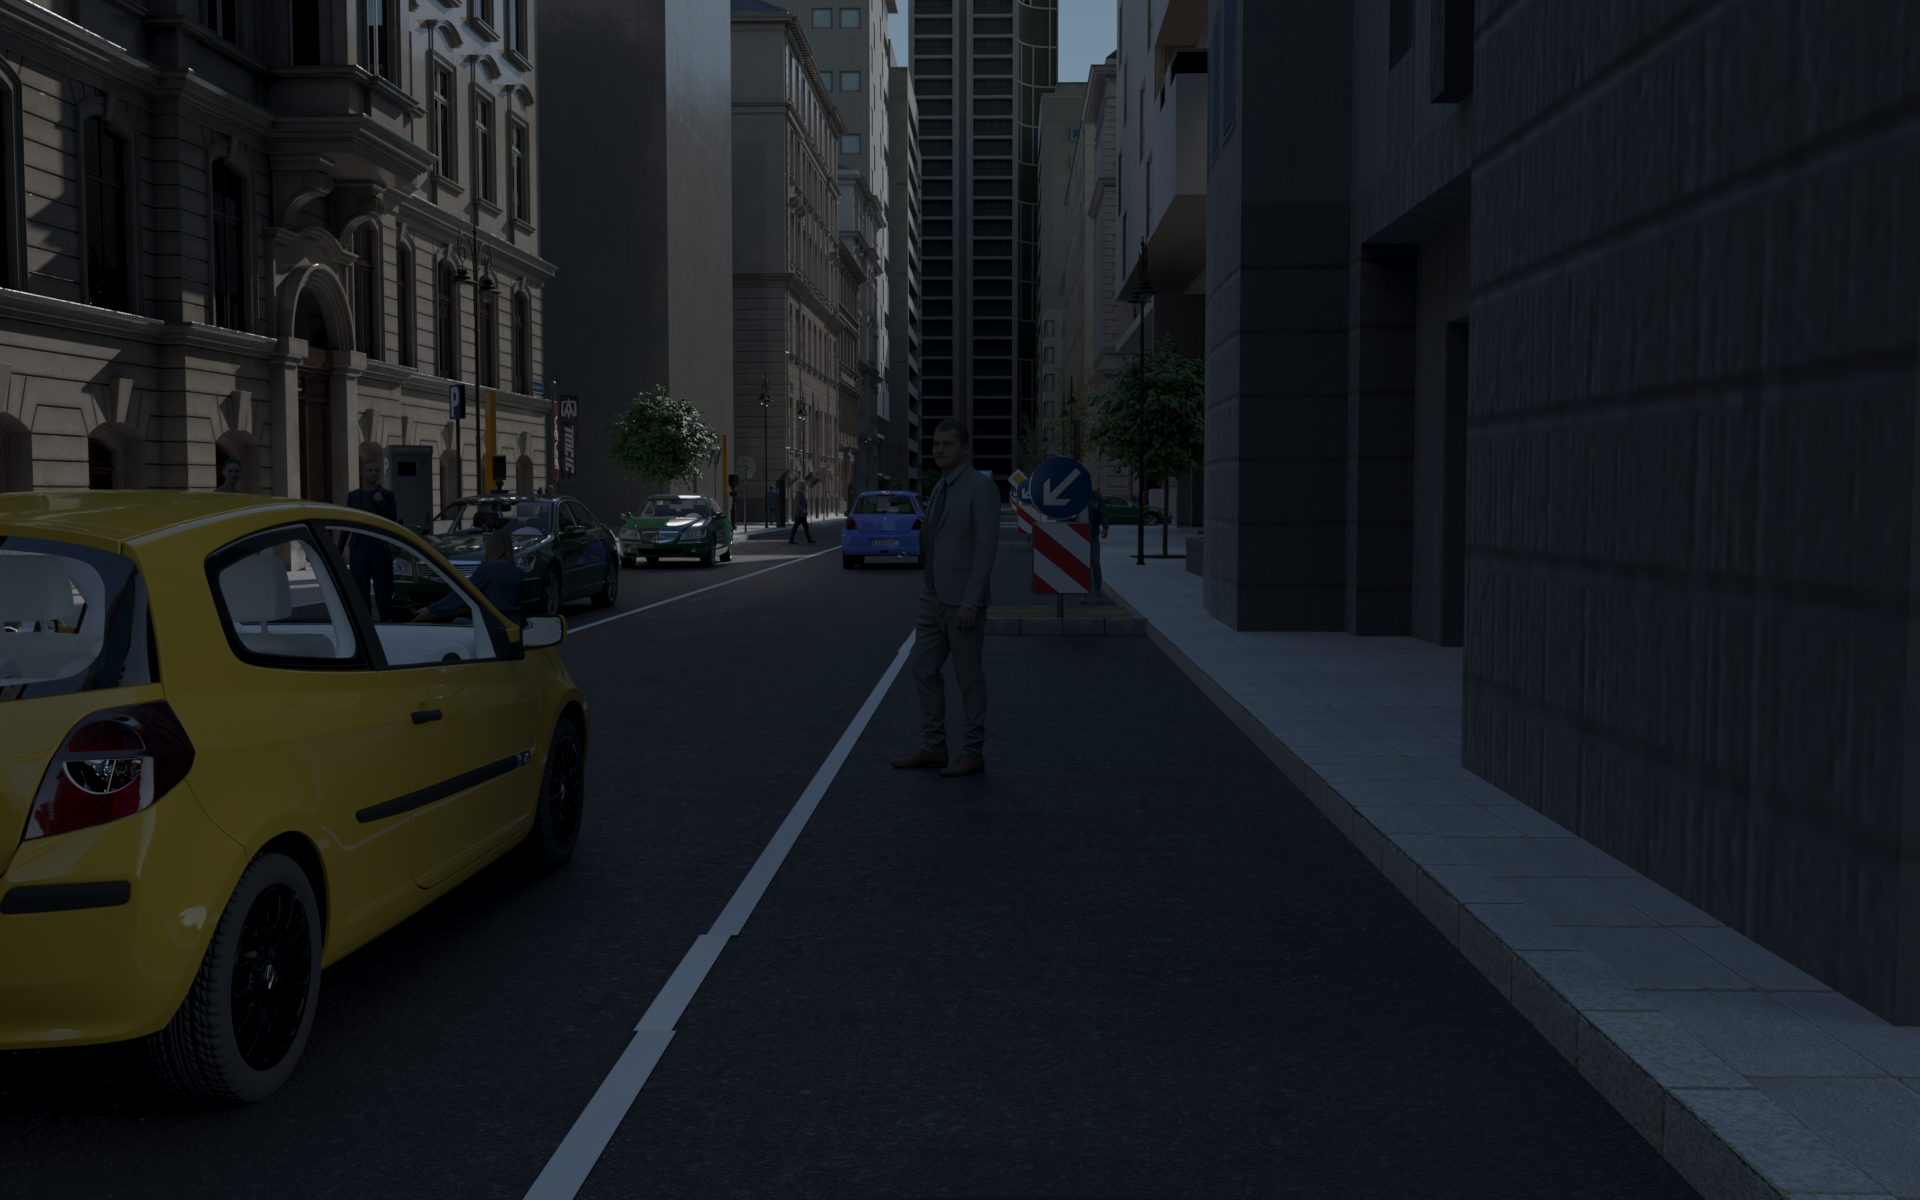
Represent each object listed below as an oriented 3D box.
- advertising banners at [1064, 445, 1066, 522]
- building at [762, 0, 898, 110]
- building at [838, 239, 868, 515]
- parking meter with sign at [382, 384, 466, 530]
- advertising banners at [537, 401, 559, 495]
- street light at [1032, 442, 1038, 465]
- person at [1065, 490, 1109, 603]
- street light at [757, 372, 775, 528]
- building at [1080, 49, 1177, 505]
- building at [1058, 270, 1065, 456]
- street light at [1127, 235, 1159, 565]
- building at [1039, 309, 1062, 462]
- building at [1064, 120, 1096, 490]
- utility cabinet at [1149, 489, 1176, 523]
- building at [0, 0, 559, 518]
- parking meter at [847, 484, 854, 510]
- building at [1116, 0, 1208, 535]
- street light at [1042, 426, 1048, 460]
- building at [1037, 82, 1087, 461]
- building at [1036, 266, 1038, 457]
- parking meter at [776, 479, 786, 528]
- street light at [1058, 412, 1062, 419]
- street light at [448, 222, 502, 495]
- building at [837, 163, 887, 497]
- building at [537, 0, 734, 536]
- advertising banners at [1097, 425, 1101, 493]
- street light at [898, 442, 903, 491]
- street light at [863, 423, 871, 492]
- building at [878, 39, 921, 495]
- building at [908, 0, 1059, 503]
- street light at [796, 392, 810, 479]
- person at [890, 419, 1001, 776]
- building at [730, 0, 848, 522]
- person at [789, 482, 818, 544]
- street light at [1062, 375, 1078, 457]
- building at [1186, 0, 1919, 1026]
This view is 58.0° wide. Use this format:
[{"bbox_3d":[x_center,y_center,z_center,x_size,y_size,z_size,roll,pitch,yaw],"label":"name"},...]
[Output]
[{"bbox_3d":[3.723,-3.999,61.567,0.090,3.025,2.074,0,4,3],"label":"advertising banners"},{"bbox_3d":[-20.904,-35.215,165.003,28.713,52.752,27.495,0,4,2],"label":"building"},{"bbox_3d":[-11.974,-15.127,111.952,10.561,19.102,19.286,0,4,2],"label":"building"},{"bbox_3d":[-8.687,-1.892,27.194,1.738,3.016,0.543,-2,4,-34],"label":"parking meter with sign"},{"bbox_3d":[-7.646,-2.206,32.261,0.090,3.025,2.074,0,4,-3],"label":"advertising banners"},{"bbox_3d":[6.537,-10.889,150.820,0.468,5.910,1.993,0,4,2],"label":"street light"},{"bbox_3d":[1.646,-0.859,22.895,0.623,1.781,0.721,0,4,-1],"label":"person"},{"bbox_3d":[-7.338,-5.674,65.551,0.468,5.910,1.993,0,4,2],"label":"street light"},{"bbox_3d":[15.851,-15.460,81.650,19.941,23.489,11.050,0,4,2],"label":"building"},{"bbox_3d":[13.156,-17.876,141.419,9.793,20.994,18.267,0,4,2],"label":"building"},{"bbox_3d":[3.276,-3.574,31.225,0.468,5.910,1.993,0,4,2],"label":"street light"},{"bbox_3d":[22.114,-20.251,176.144,27.650,21.520,28.899,0,4,2],"label":"building"},{"bbox_3d":[17.132,-18.988,114.975,19.350,26.468,34.151,0,4,2],"label":"building"},{"bbox_3d":[8.918,-4.139,76.352,1.173,1.500,0.318,-1,4,-19],"label":"utility cabinet"},{"bbox_3d":[-16.802,-12.881,29.696,14.460,24.649,34.723,0,4,2],"label":"building"},{"bbox_3d":[-6.533,-5.986,103.581,0.255,1.863,0.399,2,4,30],"label":"parking meter"},{"bbox_3d":[18.979,-28.296,51.886,28.713,52.752,27.495,0,4,2],"label":"building"},{"bbox_3d":[5.628,-8.684,114.775,0.468,5.910,1.993,0,4,2],"label":"street light"},{"bbox_3d":[19.826,-35.285,200.609,21.300,48.544,21.600,0,4,2],"label":"building"},{"bbox_3d":[16.597,-27.362,219.076,14.160,30.474,14.107,0,4,2],"label":"building"},{"bbox_3d":[-6.856,-3.700,66.209,0.255,1.863,0.399,-2,4,-33],"label":"parking meter"},{"bbox_3d":[4.703,-6.470,78.576,0.468,5.910,1.993,0,4,2],"label":"street light"},{"bbox_3d":[-8.296,-3.486,29.782,0.468,5.910,1.993,0,4,2],"label":"street light"},{"bbox_3d":[-13.282,-21.144,133.087,14.401,28.519,23.554,0,4,2],"label":"building"},{"bbox_3d":[-23.651,-14.747,60.186,30.058,24.678,14.314,0,4,2],"label":"building"},{"bbox_3d":[3.530,-2.935,44.178,0.090,3.025,2.074,0,4,4],"label":"advertising banners"},{"bbox_3d":[-5.052,-10.744,148.457,0.468,5.910,1.993,0,4,2],"label":"street light"},{"bbox_3d":[-6.010,-8.565,112.828,0.468,5.910,1.993,0,4,2],"label":"street light"},{"bbox_3d":[-15.720,-34.605,189.500,21.300,48.544,21.600,0,4,2],"label":"building"},{"bbox_3d":[3.479,-49.293,244.186,20.611,71.187,20.563,0,4,2],"label":"building"},{"bbox_3d":[-6.982,-6.384,77.168,0.468,5.910,1.993,0,4,2],"label":"street light"},{"bbox_3d":[-0.028,-0.018,8.901,0.391,1.810,0.635,-3,4,-39],"label":"person"},{"bbox_3d":[-13.080,-17.878,89.569,12.463,27.353,25.104,0,4,2],"label":"building"},{"bbox_3d":[-4.496,-2.494,49.680,0.834,1.777,0.661,0,4,-5],"label":"person"},{"bbox_3d":[4.342,-5.798,67.592,0.468,5.910,1.993,0,4,2],"label":"street light"},{"bbox_3d":[13.122,-28.995,16.070,21.231,58.520,28.212,0,4,2],"label":"building"}]
